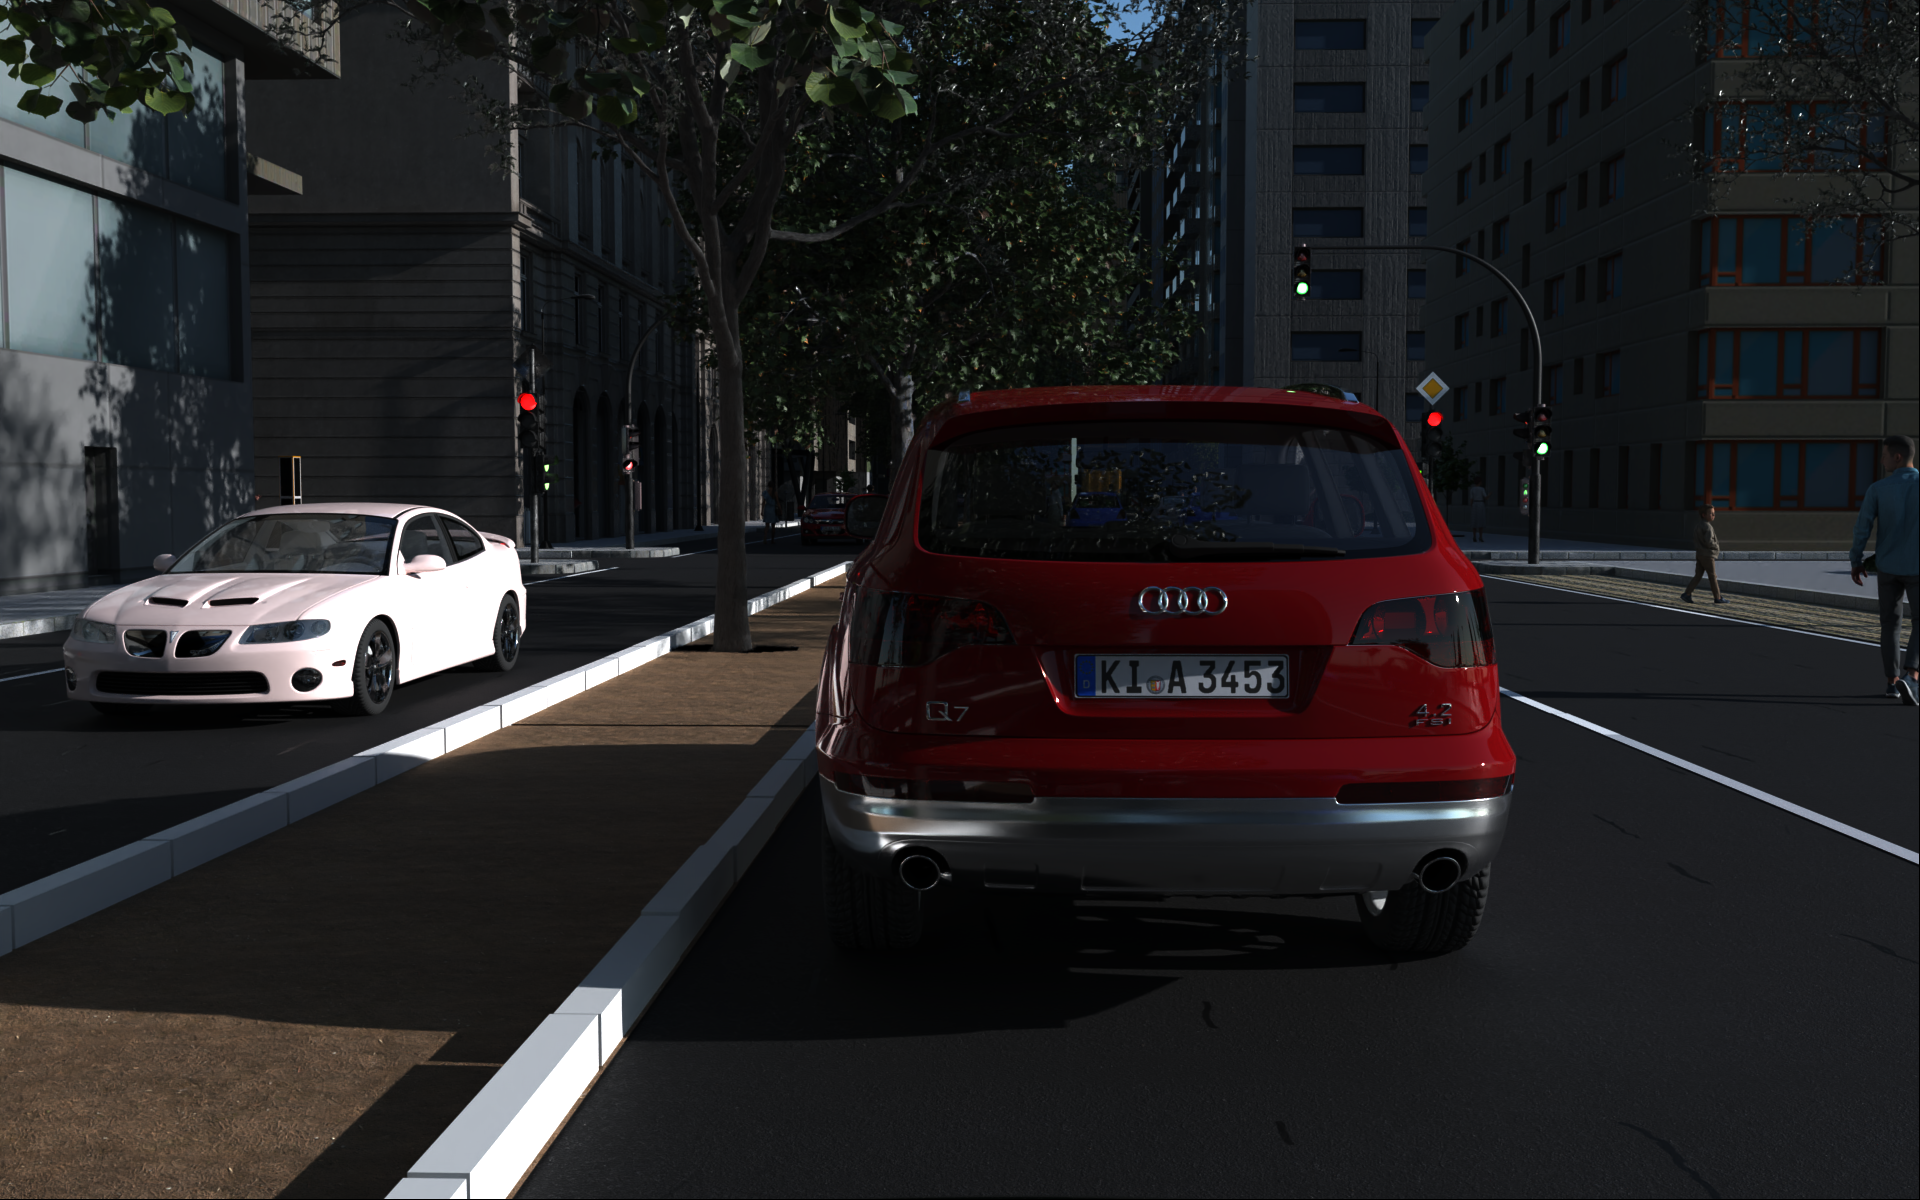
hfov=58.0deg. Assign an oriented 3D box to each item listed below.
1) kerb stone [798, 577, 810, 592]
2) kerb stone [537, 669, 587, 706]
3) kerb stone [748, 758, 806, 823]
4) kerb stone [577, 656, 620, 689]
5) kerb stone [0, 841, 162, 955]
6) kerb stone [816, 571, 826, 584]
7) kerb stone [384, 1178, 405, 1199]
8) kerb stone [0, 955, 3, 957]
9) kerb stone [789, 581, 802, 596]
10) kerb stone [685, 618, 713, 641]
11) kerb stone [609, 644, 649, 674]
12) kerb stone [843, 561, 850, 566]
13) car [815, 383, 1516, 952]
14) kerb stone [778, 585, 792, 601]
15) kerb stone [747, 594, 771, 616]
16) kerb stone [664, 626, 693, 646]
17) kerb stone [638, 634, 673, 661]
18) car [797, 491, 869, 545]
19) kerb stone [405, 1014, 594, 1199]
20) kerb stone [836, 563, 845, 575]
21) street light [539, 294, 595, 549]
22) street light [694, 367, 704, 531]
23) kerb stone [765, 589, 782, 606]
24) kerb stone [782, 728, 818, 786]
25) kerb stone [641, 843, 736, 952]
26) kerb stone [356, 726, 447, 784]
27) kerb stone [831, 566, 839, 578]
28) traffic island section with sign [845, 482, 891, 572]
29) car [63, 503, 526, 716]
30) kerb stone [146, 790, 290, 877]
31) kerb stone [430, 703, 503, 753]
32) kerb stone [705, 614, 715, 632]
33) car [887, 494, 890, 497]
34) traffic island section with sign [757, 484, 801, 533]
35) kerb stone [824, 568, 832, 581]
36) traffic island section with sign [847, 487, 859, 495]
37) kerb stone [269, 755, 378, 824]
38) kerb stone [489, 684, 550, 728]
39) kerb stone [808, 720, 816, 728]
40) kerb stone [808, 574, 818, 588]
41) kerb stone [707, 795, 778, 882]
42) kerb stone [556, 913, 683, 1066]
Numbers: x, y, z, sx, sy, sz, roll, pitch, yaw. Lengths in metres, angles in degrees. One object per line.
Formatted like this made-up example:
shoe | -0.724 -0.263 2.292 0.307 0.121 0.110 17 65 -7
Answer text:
kerb stone | -2.351 -0.194 25.362 0.120 0.150 1.000 0 4 2
kerb stone | -2.795 0.621 12.050 0.120 0.150 1.000 0 4 2
kerb stone | -0.833 0.879 7.876 0.120 0.150 1.000 0 4 2
kerb stone | -2.759 0.563 13.081 0.120 0.150 1.000 0 4 2
kerb stone | -2.997 0.996 5.912 0.120 0.150 1.000 0 4 2
kerb stone | -2.284 -0.319 27.404 0.120 0.150 1.000 0 4 2
kerb stone | -1.001 1.189 2.752 0.120 0.150 1.000 0 4 2
kerb stone | -3.026 1.058 4.890 0.120 0.150 1.000 0 4 2
kerb stone | -2.384 -0.127 24.339 0.120 0.150 1.000 0 4 2
kerb stone | -2.625 0.311 17.173 0.120 0.150 1.000 0 4 2
kerb stone | -2.723 0.498 14.102 0.120 0.150 1.000 0 4 2
kerb stone | -2.151 -0.570 31.507 0.120 0.150 1.000 0 4 2
car | 0.617 0.104 6.977 2.281 1.827 5.304 0 4 1
kerb stone | -2.416 -0.068 23.316 0.120 0.150 1.000 0 4 2
kerb stone | -2.483 0.057 21.268 0.120 0.150 1.000 0 4 2
kerb stone | -2.666 0.375 16.152 0.120 0.150 1.000 0 4 2
kerb stone | -2.692 0.432 15.130 0.120 0.150 1.000 0 4 2
car | -3.581 -2.510 50.081 2.155 1.783 4.494 0 3 0
kerb stone | -0.969 1.127 3.776 0.120 0.150 1.000 0 4 2
kerb stone | -2.181 -0.506 30.472 0.120 0.150 1.000 0 4 2
street light | -9.176 -4.152 40.429 1.470 5.913 1.316 0 4 2
street light | -8.530 -5.349 59.993 1.470 5.913 1.316 0 4 2
kerb stone | -2.459 -0.005 22.294 0.120 0.150 1.000 0 4 2
kerb stone | -0.792 0.816 8.907 0.120 0.150 1.000 0 4 2
kerb stone | -0.904 1.001 5.825 0.120 0.150 1.000 0 4 2
kerb stone | -2.900 0.808 8.986 0.120 0.150 1.000 0 4 2
kerb stone | -2.216 -0.444 29.451 0.120 0.150 1.000 0 4 2
traffic island section with sign | -1.061 -1.487 32.449 2.006 1.907 1.989 0 4 2
car | -4.621 -0.023 12.733 2.083 1.381 4.827 0 4 3
kerb stone | -2.965 0.933 6.935 0.120 0.150 1.000 0 4 2
kerb stone | -2.866 0.747 10.008 0.120 0.150 1.000 0 4 2
kerb stone | -2.590 0.247 18.194 0.120 0.150 1.000 0 4 2
car | -2.171 -3.545 67.007 2.155 1.783 4.494 0 4 0
traffic island section with sign | -6.561 -3.470 65.365 1.989 1.847 2.006 0 4 2
kerb stone | -2.255 -0.381 28.430 0.120 0.150 1.000 0 4 2
traffic island section with sign | -5.674 -5.118 92.308 1.989 1.847 2.006 0 4 2
kerb stone | -2.931 0.873 7.959 0.120 0.150 1.000 0 4 2
kerb stone | -2.825 0.683 11.029 0.120 0.150 1.000 0 4 2
kerb stone | -0.759 0.750 9.929 0.120 0.150 1.000 0 4 2
kerb stone | -2.324 -0.254 26.383 0.120 0.150 1.000 0 4 2
kerb stone | -0.861 0.943 6.847 0.120 0.150 1.000 0 4 2
kerb stone | -0.934 1.072 4.804 0.120 0.150 1.000 0 4 2
